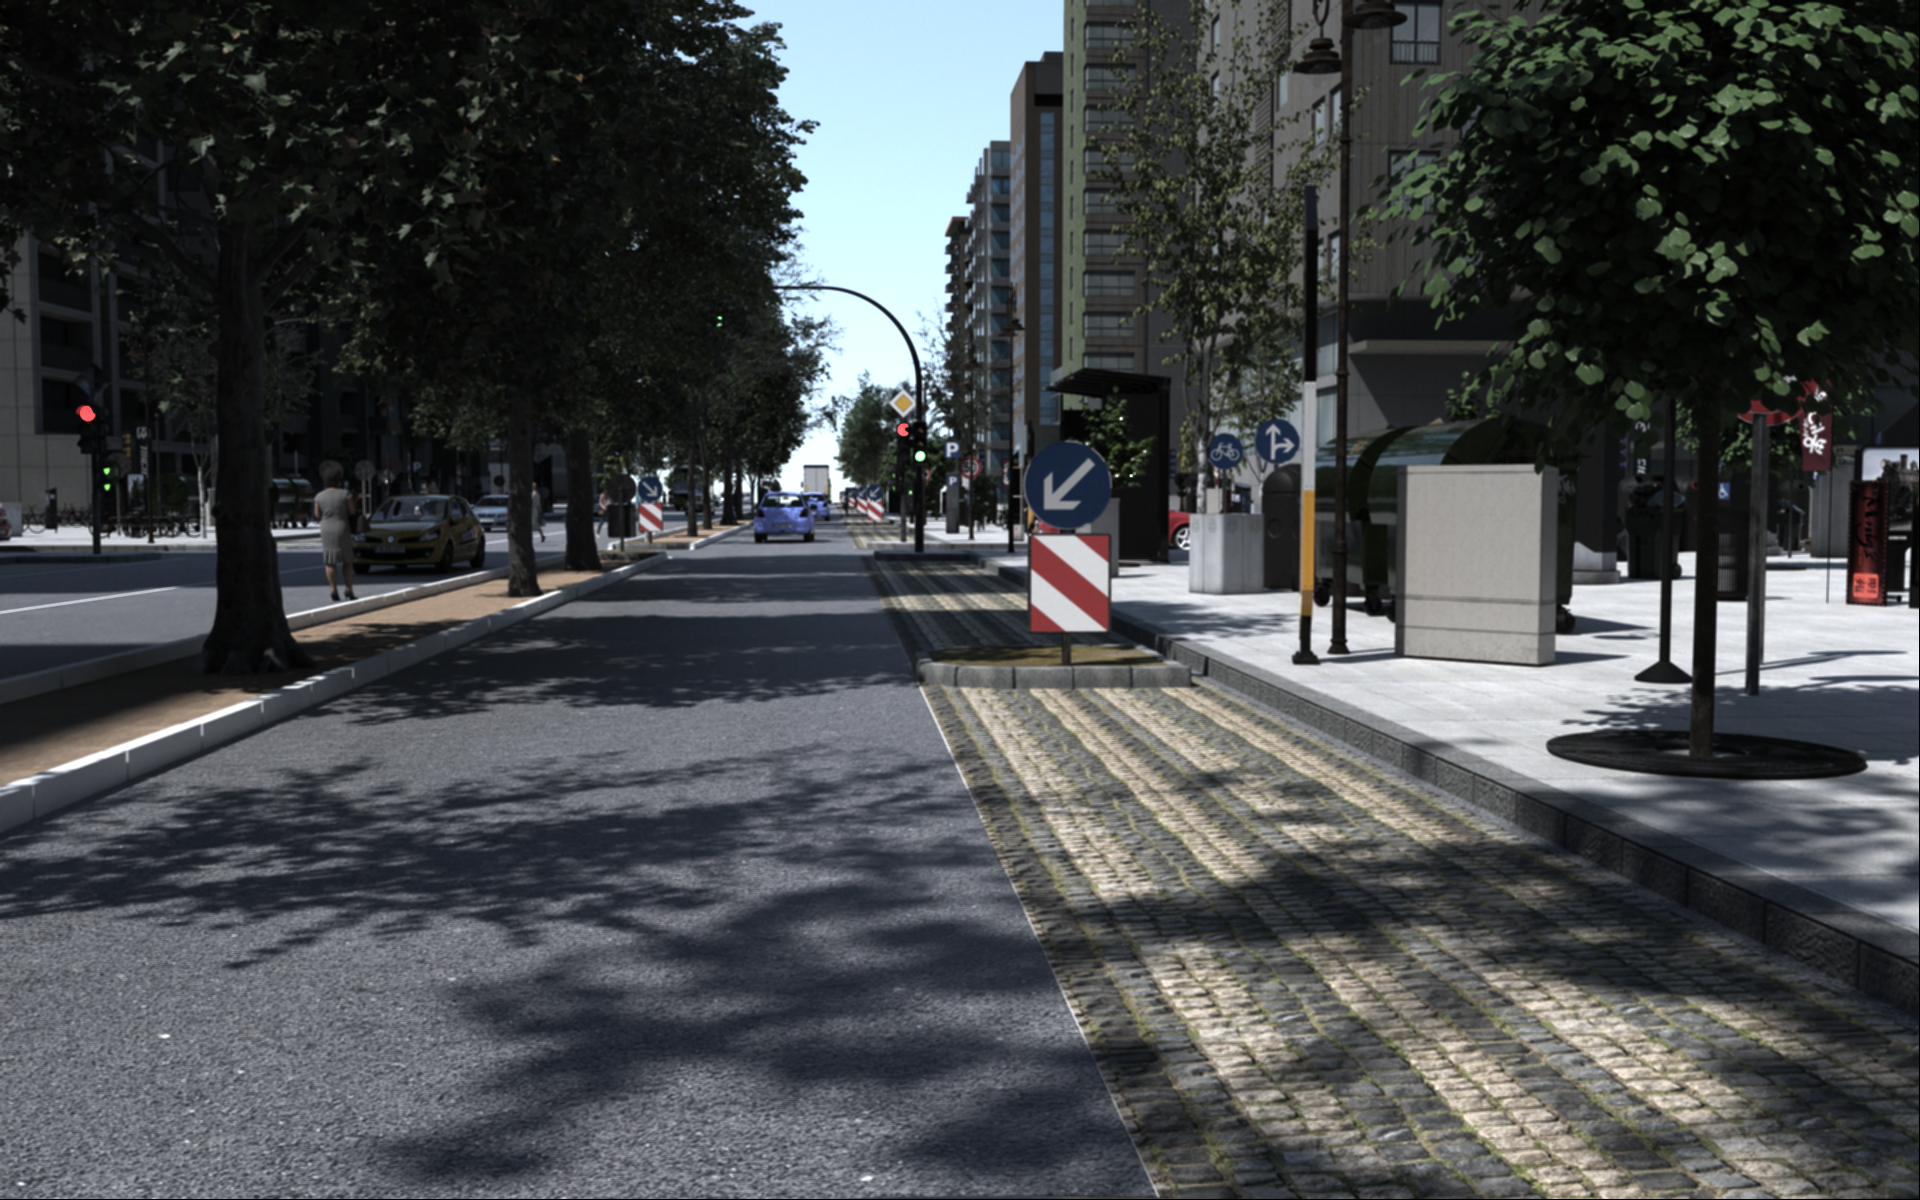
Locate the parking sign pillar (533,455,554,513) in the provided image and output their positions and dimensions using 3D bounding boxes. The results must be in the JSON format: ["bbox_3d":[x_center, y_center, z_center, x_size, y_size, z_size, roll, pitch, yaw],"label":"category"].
[{"bbox_3d":[-28.548,-7.953,118.507,1.447,3.967,1.447,0,4,-3],"label":"parking sign pillar"}]

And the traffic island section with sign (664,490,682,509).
[{"bbox_3d":[-28.547,-9.966,171.576,1.989,1.847,2.006,0,4,-4],"label":"traffic island section with sign"}]

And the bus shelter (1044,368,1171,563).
[{"bbox_3d":[2.932,-2.696,35.365,1.731,3.624,6.357,0,4,-4],"label":"bus shelter"}]

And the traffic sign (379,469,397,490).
[{"bbox_3d":[-25.365,-4.625,76.808,0.795,2.450,0.064,0,4,0],"label":"traffic sign"}]

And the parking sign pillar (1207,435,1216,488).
[{"bbox_3d":[11.303,-5.516,78.651,1.447,3.967,1.447,1,4,16],"label":"parking sign pillar"}]

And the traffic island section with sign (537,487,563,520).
[{"bbox_3d":[-22.773,-5.260,94.636,1.989,1.847,2.006,0,4,-4],"label":"traffic island section with sign"}]

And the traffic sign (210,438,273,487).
[{"bbox_3d":[-25.818,-4.181,62.229,2.265,3.308,0.079,0,4,3],"label":"traffic sign"}]

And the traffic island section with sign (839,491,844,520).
[{"bbox_3d":[-5.521,-5.325,95.688,1.989,1.847,2.006,0,4,-4],"label":"traffic island section with sign"}]

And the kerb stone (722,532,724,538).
[{"bbox_3d":[-7.759,-2.049,55.722,0.120,0.150,1.000,0,4,-4],"label":"kerb stone"}]

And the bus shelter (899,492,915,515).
[{"bbox_3d":[-3.104,-6.985,105.492,1.731,3.624,6.357,0,4,-4],"label":"bus shelter"}]

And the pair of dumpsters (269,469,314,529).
[{"bbox_3d":[-25.622,-3.818,64.914,1.574,2.255,4.437,0,4,-4],"label":"pair of dumpsters"}]

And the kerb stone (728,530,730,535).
[{"bbox_3d":[-7.984,-2.237,58.790,0.120,0.150,1.000,0,4,-4],"label":"kerb stone"}]

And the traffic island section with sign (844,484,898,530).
[{"bbox_3d":[-3.506,-3.674,68.704,1.989,1.847,2.006,0,4,-4],"label":"traffic island section with sign"}]

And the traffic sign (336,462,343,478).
[{"bbox_3d":[-24.561,-4.147,67.909,0.768,2.556,0.104,0,4,0],"label":"traffic sign"}]

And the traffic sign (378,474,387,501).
[{"bbox_3d":[-29.133,-5.225,87.563,0.606,2.300,0.079,0,4,4],"label":"traffic sign"}]

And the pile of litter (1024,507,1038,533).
[{"bbox_3d":[2.541,-2.661,57.470,1.176,0.858,1.719,3,4,39],"label":"pile of litter"}]

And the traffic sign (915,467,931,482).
[{"bbox_3d":[-1.713,-4.893,80.099,0.768,2.556,0.104,0,4,-1],"label":"traffic sign"}]

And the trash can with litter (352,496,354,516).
[{"bbox_3d":[-31.222,-4.710,88.065,1.678,1.210,2.233,0,4,2],"label":"trash can with litter"}]

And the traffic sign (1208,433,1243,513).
[{"bbox_3d":[5.540,-2.214,36.306,0.768,2.556,0.104,0,4,-1],"label":"traffic sign"}]

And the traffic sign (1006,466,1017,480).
[{"bbox_3d":[2.477,-4.807,78.702,0.768,2.556,0.104,0,4,4],"label":"traffic sign"}]

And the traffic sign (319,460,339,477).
[{"bbox_3d":[-23.451,-3.932,64.390,0.768,2.556,0.104,0,4,1],"label":"traffic sign"}]

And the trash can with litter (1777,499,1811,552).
[{"bbox_3d":[18.755,-1.665,38.609,1.055,1.170,0.624,3,5,44],"label":"trash can with litter"}]

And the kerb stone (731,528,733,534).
[{"bbox_3d":[-8.143,-2.360,60.836,0.120,0.150,1.000,0,4,-4],"label":"kerb stone"}]

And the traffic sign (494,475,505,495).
[{"bbox_3d":[-31.372,-7.206,117.928,0.768,2.556,0.104,0,4,1],"label":"traffic sign"}]

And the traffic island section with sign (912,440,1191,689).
[{"bbox_3d":[0.639,-0.304,13.601,1.989,1.847,2.006,0,4,-4],"label":"traffic island section with sign"}]

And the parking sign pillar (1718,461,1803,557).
[{"bbox_3d":[16.410,-2.912,36.088,1.447,3.967,1.447,-1,4,-21],"label":"parking sign pillar"}]

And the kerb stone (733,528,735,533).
[{"bbox_3d":[-8.215,-2.423,61.855,0.120,0.150,1.000,0,4,-4],"label":"kerb stone"}]

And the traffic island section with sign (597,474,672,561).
[{"bbox_3d":[-7.498,-1.827,38.006,2.006,1.907,1.989,0,4,-4],"label":"traffic island section with sign"}]

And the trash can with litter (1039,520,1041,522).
[{"bbox_3d":[3.264,-3.394,66.878,0.624,1.170,1.055,1,4,12],"label":"trash can with litter"}]

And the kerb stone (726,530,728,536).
[{"bbox_3d":[-7.910,-2.172,57.770,0.120,0.150,1.000,0,4,-4],"label":"kerb stone"}]

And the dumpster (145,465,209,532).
[{"bbox_3d":[-26.559,-3.435,58.657,1.502,2.255,1.985,0,4,-4],"label":"dumpster"}]

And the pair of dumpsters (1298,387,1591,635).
[{"bbox_3d":[4.811,-0.930,17.704,1.574,2.255,4.437,0,4,-4],"label":"pair of dumpsters"}]

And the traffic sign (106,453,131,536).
[{"bbox_3d":[-25.879,-3.250,53.244,0.768,2.556,0.104,0,4,-3],"label":"traffic sign"}]

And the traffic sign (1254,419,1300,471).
[{"bbox_3d":[5.371,-1.794,29.431,0.768,2.556,0.104,0,4,5],"label":"traffic sign"}]

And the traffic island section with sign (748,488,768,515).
[{"bbox_3d":[-13.681,-6.861,120.321,2.006,1.907,1.989,0,4,-4],"label":"traffic island section with sign"}]

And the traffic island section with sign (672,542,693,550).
[{"bbox_3d":[-8.043,-2.279,45.393,2.006,1.907,1.989,0,4,-4],"label":"traffic island section with sign"}]

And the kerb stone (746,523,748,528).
[{"bbox_3d":[-8.909,-2.990,71.079,0.120,0.150,1.000,0,4,-4],"label":"kerb stone"}]

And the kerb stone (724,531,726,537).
[{"bbox_3d":[-7.827,-2.113,56.747,0.120,0.150,1.000,0,4,-4],"label":"kerb stone"}]

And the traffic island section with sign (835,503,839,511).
[{"bbox_3d":[-9.201,-8.313,144.552,1.989,1.847,2.006,0,4,-4],"label":"traffic island section with sign"}]

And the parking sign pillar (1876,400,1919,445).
[{"bbox_3d":[26.941,-3.755,49.869,1.447,3.967,1.447,-1,4,-19],"label":"parking sign pillar"}]

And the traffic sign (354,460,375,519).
[{"bbox_3d":[-22.412,-3.983,65.220,0.768,2.556,0.104,0,4,-1],"label":"traffic sign"}]

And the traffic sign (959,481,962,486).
[{"bbox_3d":[0.133,-6.893,112.703,0.884,2.594,0.081,0,4,4],"label":"traffic sign"}]

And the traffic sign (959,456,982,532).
[{"bbox_3d":[0.340,-3.536,57.913,0.768,2.556,0.104,0,4,0],"label":"traffic sign"}]

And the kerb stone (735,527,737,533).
[{"bbox_3d":[-8.293,-2.488,62.881,0.120,0.150,1.000,0,4,-4],"label":"kerb stone"}]

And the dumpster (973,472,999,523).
[{"bbox_3d":[0.884,-4.464,75.484,1.502,2.255,1.985,0,4,-4],"label":"dumpster"}]

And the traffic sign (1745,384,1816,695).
[{"bbox_3d":[5.063,-0.666,10.993,0.768,2.556,0.104,0,4,4],"label":"traffic sign"}]

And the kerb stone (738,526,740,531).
[{"bbox_3d":[-8.448,-2.614,64.933,0.120,0.150,1.000,0,4,-4],"label":"kerb stone"}]

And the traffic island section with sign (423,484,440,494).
[{"bbox_3d":[-20.753,-3.616,67.756,1.989,1.847,2.006,0,4,-4],"label":"traffic island section with sign"}]

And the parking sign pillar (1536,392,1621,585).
[{"bbox_3d":[8.810,-2.234,25.004,1.447,3.967,1.447,-3,5,-41],"label":"parking sign pillar"}]

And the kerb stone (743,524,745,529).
[{"bbox_3d":[-8.759,-2.862,69.025,0.120,0.150,1.000,0,4,-4],"label":"kerb stone"}]

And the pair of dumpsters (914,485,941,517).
[{"bbox_3d":[-1.830,-5.824,97.722,1.574,2.255,4.437,0,4,-4],"label":"pair of dumpsters"}]

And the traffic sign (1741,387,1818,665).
[{"bbox_3d":[5.987,-0.784,12.924,0.768,2.556,0.104,0,4,1],"label":"traffic sign"}]
